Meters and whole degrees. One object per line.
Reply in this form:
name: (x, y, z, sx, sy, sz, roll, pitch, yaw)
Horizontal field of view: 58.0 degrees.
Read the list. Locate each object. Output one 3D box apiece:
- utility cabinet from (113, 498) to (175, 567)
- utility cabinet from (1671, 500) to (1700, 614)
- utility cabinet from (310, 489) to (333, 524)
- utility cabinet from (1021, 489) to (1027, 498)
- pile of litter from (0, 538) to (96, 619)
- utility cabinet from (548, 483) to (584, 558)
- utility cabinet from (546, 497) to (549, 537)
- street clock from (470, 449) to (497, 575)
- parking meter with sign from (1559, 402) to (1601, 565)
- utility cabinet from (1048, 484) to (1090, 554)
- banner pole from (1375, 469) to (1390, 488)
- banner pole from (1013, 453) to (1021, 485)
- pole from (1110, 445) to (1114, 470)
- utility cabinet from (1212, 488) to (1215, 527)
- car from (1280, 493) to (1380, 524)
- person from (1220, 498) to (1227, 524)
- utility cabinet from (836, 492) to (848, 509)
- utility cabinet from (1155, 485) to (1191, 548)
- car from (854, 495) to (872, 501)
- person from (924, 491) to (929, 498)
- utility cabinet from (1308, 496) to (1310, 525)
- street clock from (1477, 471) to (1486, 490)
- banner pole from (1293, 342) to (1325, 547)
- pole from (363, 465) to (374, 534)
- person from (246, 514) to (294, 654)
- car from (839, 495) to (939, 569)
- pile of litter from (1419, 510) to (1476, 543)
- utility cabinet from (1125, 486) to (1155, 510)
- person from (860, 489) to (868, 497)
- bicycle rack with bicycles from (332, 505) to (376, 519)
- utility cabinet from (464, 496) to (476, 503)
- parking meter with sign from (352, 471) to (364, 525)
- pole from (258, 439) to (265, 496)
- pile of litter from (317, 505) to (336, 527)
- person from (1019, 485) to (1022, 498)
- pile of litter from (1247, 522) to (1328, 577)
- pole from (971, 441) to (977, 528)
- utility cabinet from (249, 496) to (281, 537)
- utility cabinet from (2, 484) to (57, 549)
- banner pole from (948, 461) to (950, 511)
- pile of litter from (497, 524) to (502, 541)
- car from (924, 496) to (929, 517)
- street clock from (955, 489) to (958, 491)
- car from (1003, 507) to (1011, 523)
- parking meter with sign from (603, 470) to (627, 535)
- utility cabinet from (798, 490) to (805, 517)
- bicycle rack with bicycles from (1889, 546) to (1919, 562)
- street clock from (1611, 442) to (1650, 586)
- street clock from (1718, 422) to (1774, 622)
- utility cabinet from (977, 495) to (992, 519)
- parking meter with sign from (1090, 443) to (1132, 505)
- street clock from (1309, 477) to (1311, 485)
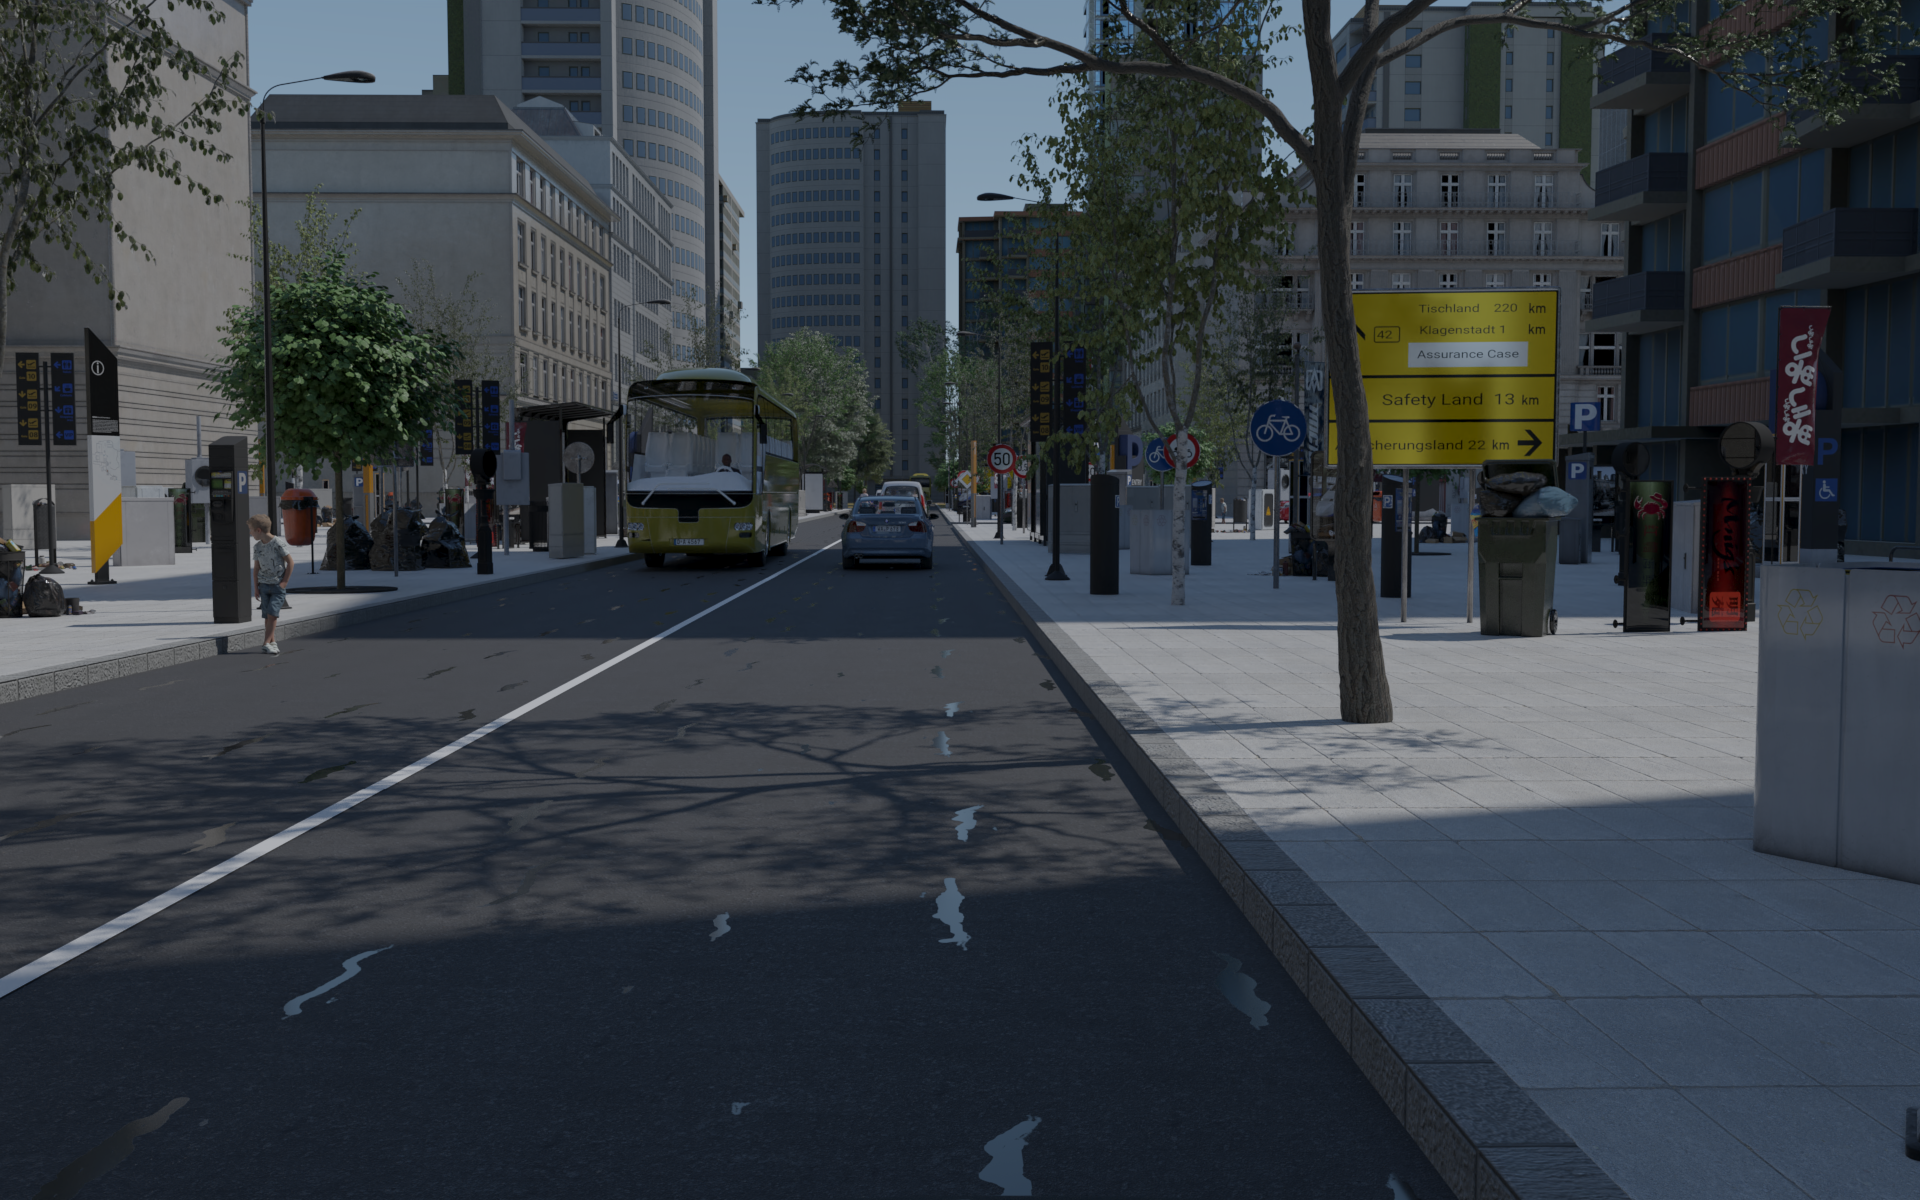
utility cabinet: (-14.657, -1.218, 31.077, 0.306, 1.237, 1.020, 3, 4, 36)
utility cabinet: (8.069, -0.481, 19.028, 0.306, 1.237, 1.020, 1, 4, 11)
utility cabinet: (-26.851, -3.891, 72.302, 1.173, 1.500, 0.318, -2, 4, -33)
utility cabinet: (3.395, -4.358, 79.930, 1.173, 1.500, 0.318, -2, 4, -33)
pile of litter: (-10.074, -0.257, 18.162, 1.719, 0.858, 1.176, -1, 4, -13)
utility cabinet: (-7.885, -1.588, 34.649, 0.318, 1.500, 1.173, 0, 4, 8)
utility cabinet: (-9.501, -1.885, 41.980, 1.020, 1.237, 0.306, 1, 4, 15)
street clock: (-7.589, -1.410, 27.628, 0.358, 2.002, 0.471, 1, 4, 15)
parking meter with sign: (11.487, -2.197, 32.184, 0.543, 3.016, 1.738, 2, 4, 27)
utility cabinet: (2.460, -1.733, 37.017, 1.173, 1.500, 0.318, 2, 4, 32)
banner pole: (34.381, -9.255, 141.334, 0.401, 3.779, 0.863, -3, 5, -42)
banner pole: (3.095, -6.309, 93.168, 0.401, 3.779, 0.863, 3, 5, 41)
pole: (6.337, -4.780, 71.997, 0.158, 3.312, 0.155, 0, 3, 0)
utility cabinet: (9.132, -3.513, 66.119, 1.173, 1.500, 0.318, 2, 4, 29)
car: (16.117, -4.081, 75.757, 4.494, 1.783, 2.155, 0, 4, -1)
person: (11.717, -3.908, 77.078, 0.352, 1.250, 0.332, 2, 4, 33)
utility cabinet: (-10.257, -8.643, 149.999, 0.318, 1.500, 1.173, 3, 5, 43)
utility cabinet: (5.274, -1.968, 40.852, 1.173, 1.500, 0.318, 1, 4, 11)
car: (-7.651, -7.896, 141.671, 1.945, 1.354, 3.894, 0, 4, -2)
person: (-3.769, -10.632, 183.117, 1.217, 1.735, 0.721, -2, 4, -29)
utility cabinet: (14.347, -3.511, 68.571, 1.020, 1.237, 0.306, 0, 4, 8)
street clock: (15.815, -2.913, 52.192, 0.471, 2.002, 0.358, 1, 4, 13)
banner pole: (5.752, -2.369, 28.754, 0.863, 3.779, 0.401, -2, 4, -32)
pole: (-12.987, -2.701, 37.997, 0.158, 3.312, 0.155, 0, 3, 0)
person: (-6.209, -0.148, 15.607, 0.352, 1.250, 0.332, -3, 5, -45)
car: (-1.415, -1.366, 34.333, 2.014, 1.417, 4.499, 0, 4, -1)
pile of litter: (12.788, -1.929, 45.510, 1.719, 0.858, 1.176, 0, 4, -7)
utility cabinet: (5.133, -2.369, 47.411, 1.173, 1.500, 0.318, 0, 4, -2)
person: (-5.318, -5.430, 97.957, 0.731, 1.740, 0.598, 0, 4, 5)
bicycle rack with bicycles: (-28.056, -4.149, 81.219, 2.925, 0.926, 2.852, -1, 4, -10)
utility cabinet: (-19.628, -3.581, 69.711, 1.020, 1.237, 0.306, 1, 4, 14)
parking meter with sign: (-21.521, -4.018, 61.950, 0.543, 3.016, 1.738, -1, 4, -21)
pole: (-25.955, -4.315, 64.396, 0.158, 3.312, 0.155, 0, 3, 0)
pile of litter: (-24.677, -3.290, 67.764, 1.719, 0.858, 1.176, -1, 4, -17)
person: (2.553, -4.089, 75.167, 0.447, 1.846, 0.655, -1, 4, -14)
pile of litter: (5.427, -0.816, 27.300, 1.719, 0.858, 1.176, 3, 4, 38)
pole: (0.523, -4.433, 66.321, 0.158, 3.312, 0.155, 0, 3, 0)
utility cabinet: (-21.111, -2.524, 52.426, 1.020, 1.237, 0.306, -1, 4, -18)
utility cabinet: (-21.408, -1.905, 39.833, 0.318, 1.500, 1.173, 1, 4, 21)
banner pole: (-0.823, -8.552, 129.849, 0.401, 3.779, 0.863, 0, 4, 7)
pile of litter: (-12.704, -2.102, 48.325, 1.176, 0.858, 1.719, 0, 4, 3)
car: (-2.579, -5.274, 96.023, 2.009, 1.686, 4.222, 0, 3, 0)
street clock: (-0.245, -8.976, 151.334, 0.471, 2.002, 0.358, 3, 4, 37)
car: (3.951, -4.146, 77.570, 4.222, 1.686, 2.009, 0, 3, 0)
parking meter with sign: (-11.193, -3.589, 54.937, 1.738, 3.016, 0.543, -1, 4, -9)
utility cabinet: (-9.115, -5.418, 97.268, 0.318, 1.500, 1.173, 2, 4, 28)
bicycle rack with bicycles: (13.250, -0.529, 22.035, 2.852, 0.926, 2.925, -1, 4, -11)
street clock: (9.331, -1.197, 24.144, 0.471, 2.002, 0.358, -1, 4, -19)
street clock: (7.872, -0.784, 17.390, 0.358, 2.002, 0.471, -2, 4, -32)
utility cabinet: (1.089, -4.683, 87.723, 1.020, 1.237, 0.306, 1, 4, 20)
parking meter with sign: (4.969, -3.535, 54.054, 1.738, 3.016, 0.543, 2, 4, 27)
street clock: (13.664, -3.801, 66.708, 0.471, 2.002, 0.358, 1, 4, 17)
